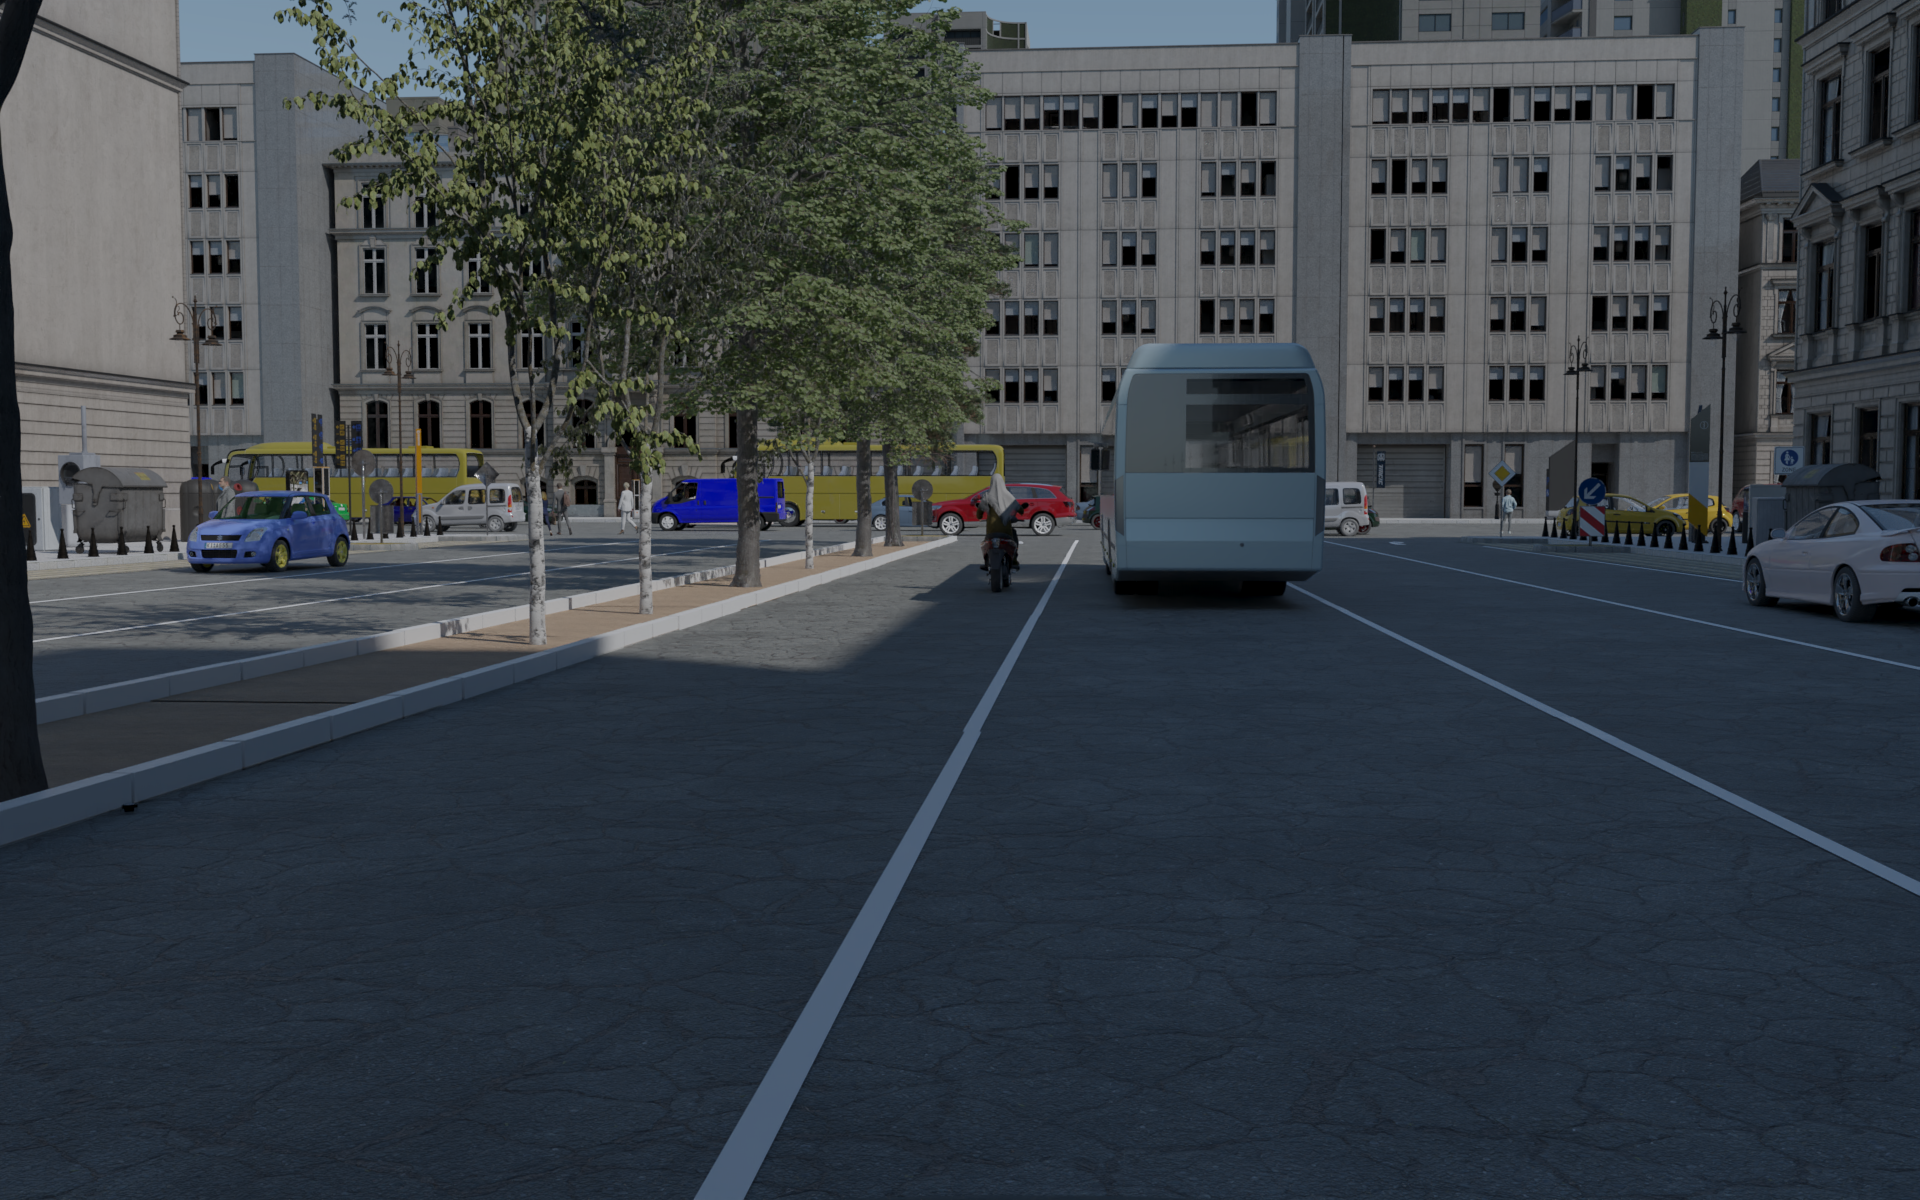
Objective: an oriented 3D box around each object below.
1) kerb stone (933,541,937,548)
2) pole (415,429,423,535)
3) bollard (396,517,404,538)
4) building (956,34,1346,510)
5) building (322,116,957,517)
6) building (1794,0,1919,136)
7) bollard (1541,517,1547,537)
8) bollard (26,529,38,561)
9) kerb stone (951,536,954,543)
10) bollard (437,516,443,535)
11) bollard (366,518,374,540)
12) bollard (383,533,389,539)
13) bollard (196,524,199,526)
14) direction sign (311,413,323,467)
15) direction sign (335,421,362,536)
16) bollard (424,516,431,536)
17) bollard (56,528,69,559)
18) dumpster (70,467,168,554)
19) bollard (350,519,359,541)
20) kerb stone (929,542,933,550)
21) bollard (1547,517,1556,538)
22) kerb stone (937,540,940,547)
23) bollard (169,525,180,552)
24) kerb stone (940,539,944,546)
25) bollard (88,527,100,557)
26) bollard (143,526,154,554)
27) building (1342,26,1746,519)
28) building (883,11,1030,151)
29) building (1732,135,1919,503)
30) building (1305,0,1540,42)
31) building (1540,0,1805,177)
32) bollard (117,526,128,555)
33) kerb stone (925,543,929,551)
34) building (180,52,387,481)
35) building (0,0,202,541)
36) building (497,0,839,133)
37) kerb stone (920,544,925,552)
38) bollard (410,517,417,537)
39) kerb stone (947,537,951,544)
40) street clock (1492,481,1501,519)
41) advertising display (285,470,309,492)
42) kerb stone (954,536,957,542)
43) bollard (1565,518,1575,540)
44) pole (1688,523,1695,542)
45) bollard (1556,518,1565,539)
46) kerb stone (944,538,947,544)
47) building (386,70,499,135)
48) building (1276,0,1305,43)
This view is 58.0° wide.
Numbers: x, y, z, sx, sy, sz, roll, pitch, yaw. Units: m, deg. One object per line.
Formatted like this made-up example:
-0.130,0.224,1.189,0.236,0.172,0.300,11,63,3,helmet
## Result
-0.784,-1.424,45.472,0.120,0.150,1.000,0,4,5,kerb stone
-16.946,-3.693,54.222,0.158,3.312,0.155,0,3,0,pole
-16.433,-2.124,50.767,0.229,0.601,0.229,0,3,0,bollard
10.219,-17.020,96.294,19.932,24.808,12.078,0,4,5,building
-17.506,-17.201,100.324,34.723,24.649,14.460,0,4,5,building
25.605,-10.456,35.589,10.561,19.102,19.286,0,4,5,building
17.591,-2.201,52.023,0.229,0.601,0.229,0,3,0,bollard
-17.869,-1.055,33.291,0.229,0.601,0.229,0,3,0,bollard
-0.356,-1.737,50.600,0.120,0.150,1.000,0,4,5,kerb stone
-16.175,-2.313,53.858,0.229,0.601,0.229,0,3,0,bollard
-16.600,-1.999,48.721,0.229,0.601,0.229,0,3,0,bollard
-16.520,-2.061,49.744,0.229,0.601,0.229,0,3,0,bollard
-17.363,-1.433,39.472,0.229,0.601,0.229,0,3,0,bollard
-18.192,-3.492,49.092,0.379,3.537,0.876,0,4,-3,direction sign
-18.864,-3.763,53.516,0.876,3.537,0.379,1,4,9,direction sign
-16.260,-2.250,52.823,0.229,0.601,0.229,0,3,0,bollard
-17.786,-1.118,34.318,0.229,0.601,0.229,0,3,0,bollard
-18.289,-1.952,37.670,1.264,1.857,1.865,0,4,5,dumpster
-16.684,-1.936,47.694,0.229,0.601,0.229,0,3,0,bollard
-0.863,-1.360,44.436,0.120,0.150,1.000,0,4,5,kerb stone
17.500,-2.137,50.983,0.229,0.601,0.229,0,3,0,bollard
-0.706,-1.486,46.496,0.120,0.150,1.000,0,4,5,kerb stone
-17.446,-1.370,38.449,0.229,0.601,0.229,0,3,0,bollard
-0.611,-1.546,47.520,0.120,0.150,1.000,0,4,5,kerb stone
-17.700,-1.182,35.360,0.229,0.601,0.229,0,3,0,bollard
-17.529,-1.307,37.416,0.229,0.601,0.229,0,3,0,bollard
30.087,-16.922,94.700,19.932,24.808,12.078,0,4,5,building
-0.200,-50.296,260.598,20.611,71.187,20.563,0,4,5,building
50.132,-13.926,92.314,19.286,19.102,10.561,0,4,5,building
41.933,-44.422,164.555,20.563,71.187,20.611,0,4,5,building
77.875,-39.654,190.341,28.212,58.520,21.231,0,4,5,building
-17.611,-1.244,36.385,0.229,0.601,0.229,0,3,0,bollard
-0.954,-1.291,43.391,0.120,0.150,1.000,0,4,5,kerb stone
-44.955,-17.244,99.959,19.932,24.808,12.078,0,4,5,building
-31.513,-11.078,45.755,19.286,19.102,10.561,0,4,5,building
-26.242,-35.205,164.840,28.713,52.752,27.495,0,4,5,building
-1.041,-1.234,42.364,0.120,0.150,1.000,0,4,5,kerb stone
-16.350,-2.186,51.790,0.229,0.601,0.229,0,3,0,bollard
-0.443,-1.670,49.570,0.120,0.150,1.000,0,4,5,kerb stone
27.312,-5.105,88.040,0.471,2.002,0.358,2,4,34,street clock
-17.749,-2.520,46.419,0.123,1.923,0.974,1,4,8,advertising display
-0.274,-1.795,51.628,0.120,0.150,1.000,0,4,5,kerb stone
17.332,-2.012,48.937,0.229,0.601,0.229,0,3,0,bollard
19.736,-3.224,46.558,0.158,3.312,0.155,0,3,0,pole
17.418,-2.075,49.960,0.229,0.601,0.229,0,3,0,bollard
-0.531,-1.609,48.544,0.120,0.150,1.000,0,4,5,kerb stone
-52.119,-35.364,201.902,21.600,48.544,21.300,0,4,5,building
45.027,-39.599,189.445,21.231,58.520,28.212,0,4,5,building
